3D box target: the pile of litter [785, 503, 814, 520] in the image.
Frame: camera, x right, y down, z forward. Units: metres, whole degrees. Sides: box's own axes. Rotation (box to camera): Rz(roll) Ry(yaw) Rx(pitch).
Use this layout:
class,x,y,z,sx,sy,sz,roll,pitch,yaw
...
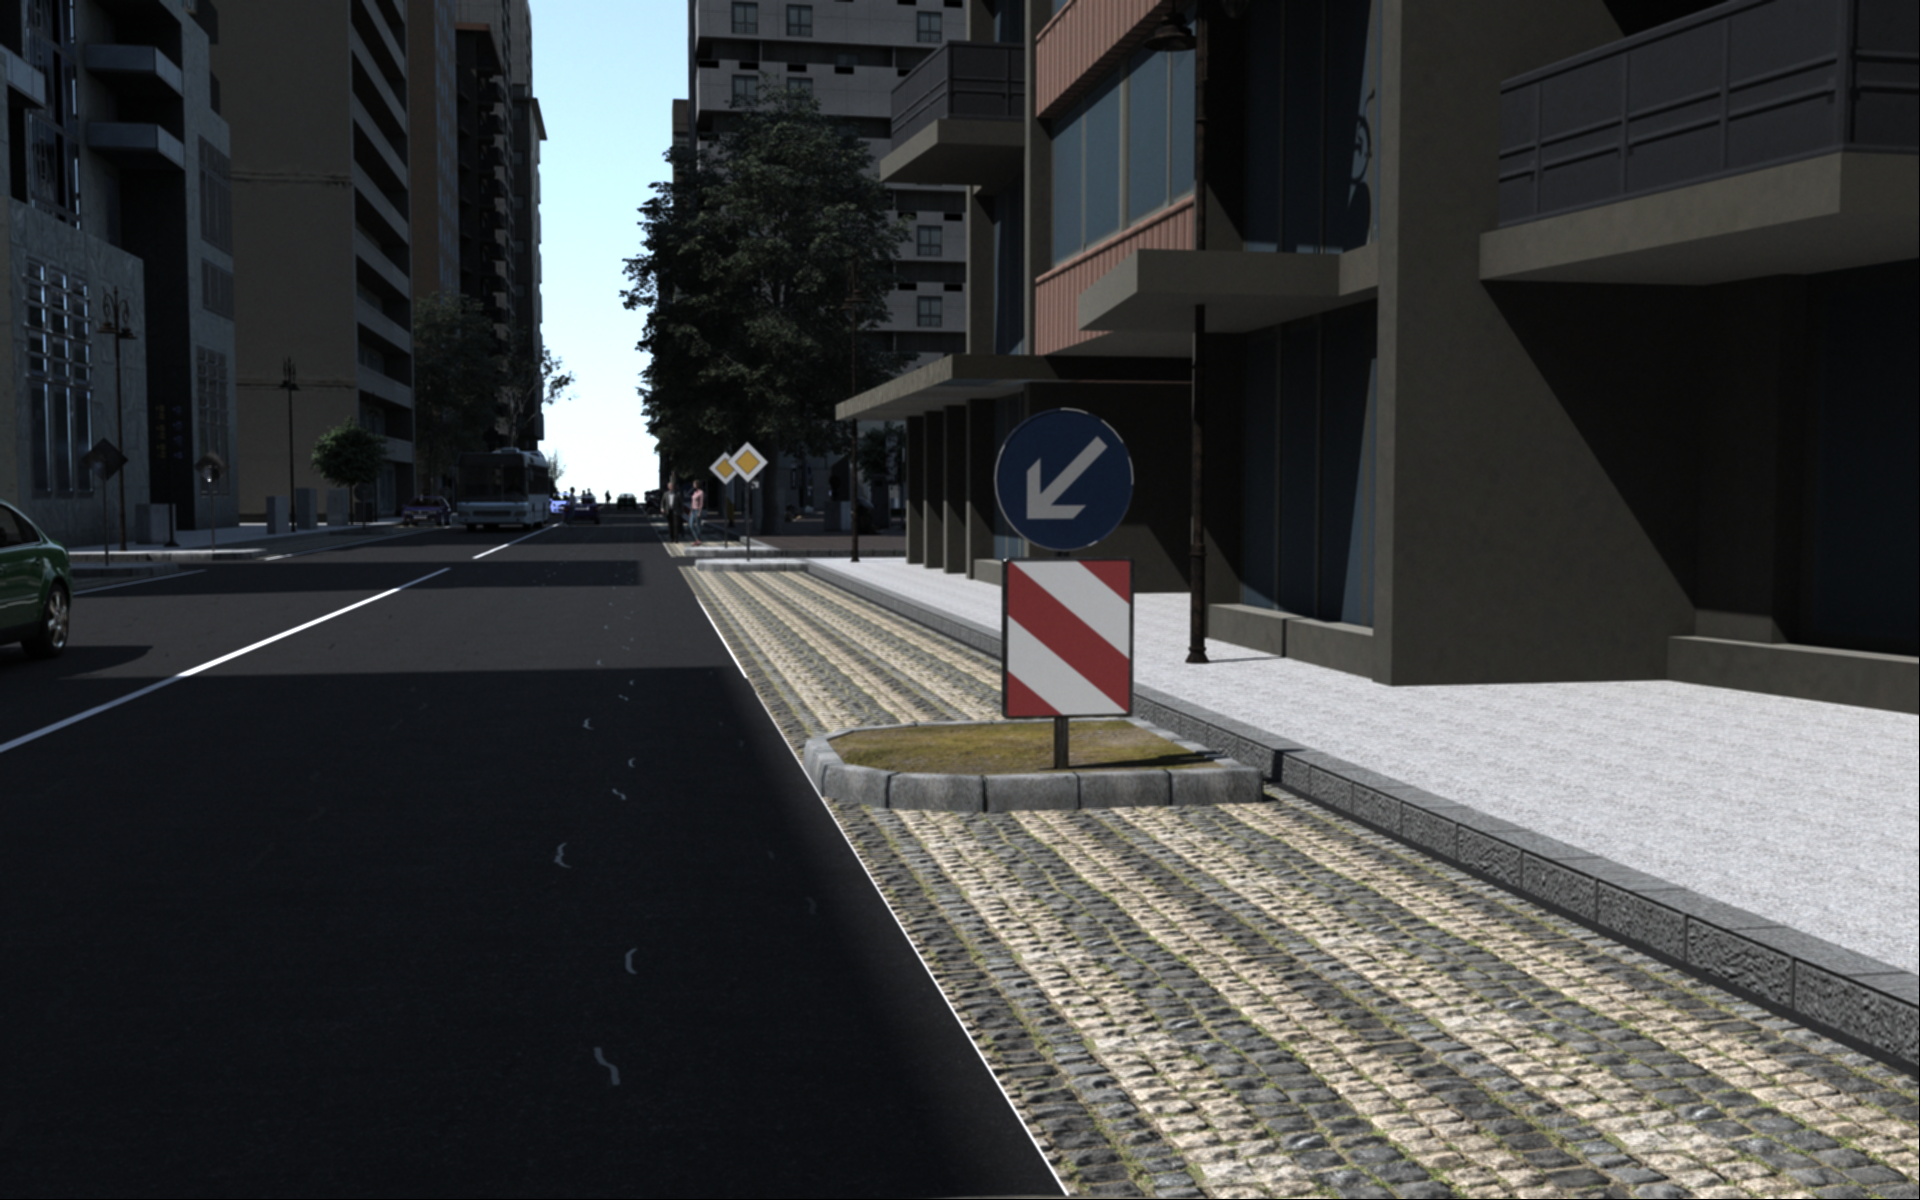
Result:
class,x,y,z,sx,sy,sz,roll,pitch,yaw
pile of litter,-8.335,-4.520,87.867,1.176,0.858,1.719,1,4,13

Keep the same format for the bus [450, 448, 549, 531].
class,x,y,z,sx,sy,sz,roll,pitch,yaw
bus,-18.250,-4.569,69.562,2.948,3.499,13.247,-1,4,-10

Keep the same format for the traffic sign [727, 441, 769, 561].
class,x,y,z,sx,sy,sz,roll,pitch,yaw
traffic sign,-4.040,-1.794,32.982,0.795,2.450,0.064,-1,4,-11

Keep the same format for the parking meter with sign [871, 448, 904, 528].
class,x,y,z,sx,sy,sz,roll,pitch,yaw
parking meter with sign,-2.975,-4.198,64.897,1.738,3.016,0.543,0,4,3

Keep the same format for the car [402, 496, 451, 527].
class,x,y,z,sx,sy,sz,roll,pitch,yaw
car,-23.755,-3.949,77.148,1.945,1.354,3.894,-1,4,-9

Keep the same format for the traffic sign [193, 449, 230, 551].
class,x,y,z,sx,sy,sz,roll,pitch,yaw
traffic sign,-16.723,-2.147,38.742,0.795,2.450,0.064,-1,4,-11

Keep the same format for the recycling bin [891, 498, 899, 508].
class,x,y,z,sx,sy,sz,roll,pitch,yaw
recycling bin,-4.352,-6.024,111.048,0.722,1.027,0.722,2,4,24

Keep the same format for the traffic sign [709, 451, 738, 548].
class,x,y,z,sx,sy,sz,roll,pitch,yaw
traffic sign,-5.523,-2.274,40.829,0.795,2.450,0.064,-1,4,-11

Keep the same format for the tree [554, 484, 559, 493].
class,x,y,z,sx,sy,sz,roll,pitch,yaw
tree,-62.460,-16.567,265.467,1.663,3.219,1.824,0,3,0

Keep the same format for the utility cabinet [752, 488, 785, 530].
class,x,y,z,sx,sy,sz,roll,pitch,yaw
utility cabinet,-6.833,-3.246,61.759,1.173,1.500,0.318,-2,4,-34

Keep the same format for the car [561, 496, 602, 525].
class,x,y,z,sx,sy,sz,roll,pitch,yaw
car,-17.923,-4.246,82.003,1.945,1.354,3.894,-1,4,-12

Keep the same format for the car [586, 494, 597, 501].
class,x,y,z,sx,sy,sz,roll,pitch,yaw
car,-52.911,-14.505,247.381,2.015,1.641,3.980,-1,4,-12

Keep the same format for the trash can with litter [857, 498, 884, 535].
class,x,y,z,sx,sy,sz,roll,pitch,yaw
trash can with litter,-2.842,-2.658,54.845,1.055,1.170,0.624,3,5,44

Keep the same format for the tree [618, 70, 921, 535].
class,x,y,z,sx,sy,sz,roll,pitch,yaw
tree,-5.930,-9.025,54.206,9.857,13.997,8.962,0,3,0

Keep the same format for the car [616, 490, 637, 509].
class,x,y,z,sx,sy,sz,roll,pitch,yaw
car,-31.530,-9.486,163.887,1.959,1.807,4.718,-1,4,-10

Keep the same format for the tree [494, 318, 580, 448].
class,x,y,z,sx,sy,sz,roll,pitch,yaw
tree,-46.644,-20.067,183.979,12.611,20.169,13.585,0,3,0

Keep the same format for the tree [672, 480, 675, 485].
class,x,y,z,sx,sy,sz,roll,pitch,yaw
tree,-32.494,-12.503,199.031,1.663,3.219,1.824,0,3,0

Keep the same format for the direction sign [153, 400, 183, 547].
class,x,y,z,sx,sy,sz,roll,pitch,yaw
direction sign,-19.218,-3.066,42.119,0.379,3.537,0.876,1,4,19

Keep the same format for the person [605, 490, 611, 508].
class,x,y,z,sx,sy,sz,roll,pitch,yaw
person,-35.381,-10.149,174.306,0.599,1.838,0.709,2,4,34

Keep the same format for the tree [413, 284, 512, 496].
class,x,y,z,sx,sy,sz,roll,pitch,yaw
tree,-32.462,-12.204,106.184,9.857,13.997,8.962,0,3,0

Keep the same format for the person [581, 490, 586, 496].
class,x,y,z,sx,sy,sz,roll,pitch,yaw
person,-28.216,-7.364,129.582,0.721,1.739,1.217,2,4,31

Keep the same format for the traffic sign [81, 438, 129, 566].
class,x,y,z,sx,sy,sz,roll,pitch,yaw
traffic sign,-15.241,-1.667,30.895,0.795,2.450,0.064,-1,4,-11

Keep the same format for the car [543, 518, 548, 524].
class,x,y,z,sx,sy,sz,roll,pitch,yaw
car,-21.161,-4.424,84.699,2.083,1.381,4.827,-1,4,-12

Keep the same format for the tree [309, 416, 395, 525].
class,x,y,z,sx,sy,sz,roll,pitch,yaw
tree,-25.259,-5.403,72.054,4.285,4.588,4.351,0,3,0

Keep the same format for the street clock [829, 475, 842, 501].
class,x,y,z,sx,sy,sz,roll,pitch,yaw
street clock,-4.783,-3.784,66.443,0.471,2.002,0.358,0,4,3

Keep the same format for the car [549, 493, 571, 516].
class,x,y,z,sx,sy,sz,roll,pitch,yaw
car,-26.754,-6.568,116.984,1.945,1.707,3.694,-1,4,-12

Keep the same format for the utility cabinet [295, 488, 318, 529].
class,x,y,z,sx,sy,sz,roll,pitch,yaw
utility cabinet,-23.638,-3.302,62.660,0.318,1.500,1.173,-3,5,-44

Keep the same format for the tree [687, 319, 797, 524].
class,x,y,z,sx,sy,sz,roll,pitch,yaw
tree,-8.959,-7.564,74.037,4.360,8.622,3.978,0,3,0

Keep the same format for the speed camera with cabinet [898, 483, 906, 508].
class,x,y,z,sx,sy,sz,roll,pitch,yaw
speed camera with cabinet,-3.477,-6.844,106.236,0.660,3.252,2.038,0,4,-1

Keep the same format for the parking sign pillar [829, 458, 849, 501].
class,x,y,z,sx,sy,sz,roll,pitch,yaw
parking sign pillar,-7.927,-7.656,113.649,1.447,3.967,1.447,-2,4,-29

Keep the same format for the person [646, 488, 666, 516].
class,x,y,z,sx,sy,sz,roll,pitch,yaw
person,-19.366,-6.249,110.885,1.509,1.804,0.699,3,5,39

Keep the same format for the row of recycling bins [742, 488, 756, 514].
class,x,y,z,sx,sy,sz,roll,pitch,yaw
row of recycling bins,-12.592,-6.291,109.978,3.534,1.692,1.069,3,5,45

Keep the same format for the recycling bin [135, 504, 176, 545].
class,x,y,z,sx,sy,sz,roll,pitch,yaw
recycling bin,-20.647,-1.951,44.456,0.722,1.027,0.722,2,4,34

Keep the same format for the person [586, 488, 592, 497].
class,x,y,z,sx,sy,sz,roll,pitch,yaw
person,-24.312,-6.432,113.694,0.654,1.822,0.581,3,4,37

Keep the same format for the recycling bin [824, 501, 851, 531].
class,x,y,z,sx,sy,sz,roll,pitch,yaw
recycling bin,-4.242,-2.903,60.020,0.722,1.027,0.722,2,4,27

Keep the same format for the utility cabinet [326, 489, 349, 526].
class,x,y,z,sx,sy,sz,roll,pitch,yaw
utility cabinet,-24.985,-3.718,69.473,1.173,1.500,0.318,3,5,41

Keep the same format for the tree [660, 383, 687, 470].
class,x,y,z,sx,sy,sz,roll,pitch,yaw
tree,-16.730,-9.731,109.467,4.360,8.622,3.978,0,3,0

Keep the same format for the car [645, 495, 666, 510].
class,x,y,z,sx,sy,sz,roll,pitch,yaw
car,-26.926,-8.614,153.413,1.945,1.354,3.894,-1,4,-10

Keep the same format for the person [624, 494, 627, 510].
class,x,y,z,sx,sy,sz,roll,pitch,yaw
person,-29.865,-8.725,154.419,0.557,1.426,1.065,-1,4,-16

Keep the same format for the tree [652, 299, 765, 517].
class,x,y,z,sx,sy,sz,roll,pitch,yaw
tree,-13.497,-11.006,98.070,7.486,12.596,7.792,0,3,0

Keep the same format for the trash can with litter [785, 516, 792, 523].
class,x,y,z,sx,sy,sz,roll,pitch,yaw
trash can with litter,-8.109,-4.068,77.893,1.055,1.170,0.624,-3,5,-41

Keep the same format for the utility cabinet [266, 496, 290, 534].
class,x,y,z,sx,sy,sz,roll,pitch,yaw
utility cabinet,-21.969,-2.729,55.777,0.306,1.237,1.020,0,4,4

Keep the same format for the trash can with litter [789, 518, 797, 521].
class,x,y,z,sx,sy,sz,roll,pitch,yaw
trash can with litter,-8.735,-4.481,84.318,1.678,1.210,2.233,-2,4,-35

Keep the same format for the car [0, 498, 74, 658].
class,x,y,z,sx,sy,sz,roll,pitch,yaw
car,-8.537,-0.300,13.698,1.959,1.807,4.718,-1,4,-11

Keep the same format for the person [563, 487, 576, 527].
class,x,y,z,sx,sy,sz,roll,pitch,yaw
person,-16.782,-3.995,74.482,0.598,1.740,0.731,-2,4,-27

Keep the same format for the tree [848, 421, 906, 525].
class,x,y,z,sx,sy,sz,roll,pitch,yaw
tree,-3.037,-5.496,73.575,4.285,4.588,4.351,0,3,0

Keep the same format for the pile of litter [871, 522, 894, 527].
class,x,y,z,sx,sy,sz,roll,pitch,yaw
pile of litter,-3.223,-3.354,68.795,1.719,0.858,1.176,3,4,38

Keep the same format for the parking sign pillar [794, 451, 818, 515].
class,x,y,z,sx,sy,sz,roll,pitch,yaw
parking sign pillar,-9.474,-7.226,106.615,1.447,3.967,1.447,1,4,18

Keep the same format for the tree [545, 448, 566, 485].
class,x,y,z,sx,sy,sz,roll,pitch,yaw
tree,-63.332,-19.531,269.699,4.360,8.622,3.978,0,3,0
